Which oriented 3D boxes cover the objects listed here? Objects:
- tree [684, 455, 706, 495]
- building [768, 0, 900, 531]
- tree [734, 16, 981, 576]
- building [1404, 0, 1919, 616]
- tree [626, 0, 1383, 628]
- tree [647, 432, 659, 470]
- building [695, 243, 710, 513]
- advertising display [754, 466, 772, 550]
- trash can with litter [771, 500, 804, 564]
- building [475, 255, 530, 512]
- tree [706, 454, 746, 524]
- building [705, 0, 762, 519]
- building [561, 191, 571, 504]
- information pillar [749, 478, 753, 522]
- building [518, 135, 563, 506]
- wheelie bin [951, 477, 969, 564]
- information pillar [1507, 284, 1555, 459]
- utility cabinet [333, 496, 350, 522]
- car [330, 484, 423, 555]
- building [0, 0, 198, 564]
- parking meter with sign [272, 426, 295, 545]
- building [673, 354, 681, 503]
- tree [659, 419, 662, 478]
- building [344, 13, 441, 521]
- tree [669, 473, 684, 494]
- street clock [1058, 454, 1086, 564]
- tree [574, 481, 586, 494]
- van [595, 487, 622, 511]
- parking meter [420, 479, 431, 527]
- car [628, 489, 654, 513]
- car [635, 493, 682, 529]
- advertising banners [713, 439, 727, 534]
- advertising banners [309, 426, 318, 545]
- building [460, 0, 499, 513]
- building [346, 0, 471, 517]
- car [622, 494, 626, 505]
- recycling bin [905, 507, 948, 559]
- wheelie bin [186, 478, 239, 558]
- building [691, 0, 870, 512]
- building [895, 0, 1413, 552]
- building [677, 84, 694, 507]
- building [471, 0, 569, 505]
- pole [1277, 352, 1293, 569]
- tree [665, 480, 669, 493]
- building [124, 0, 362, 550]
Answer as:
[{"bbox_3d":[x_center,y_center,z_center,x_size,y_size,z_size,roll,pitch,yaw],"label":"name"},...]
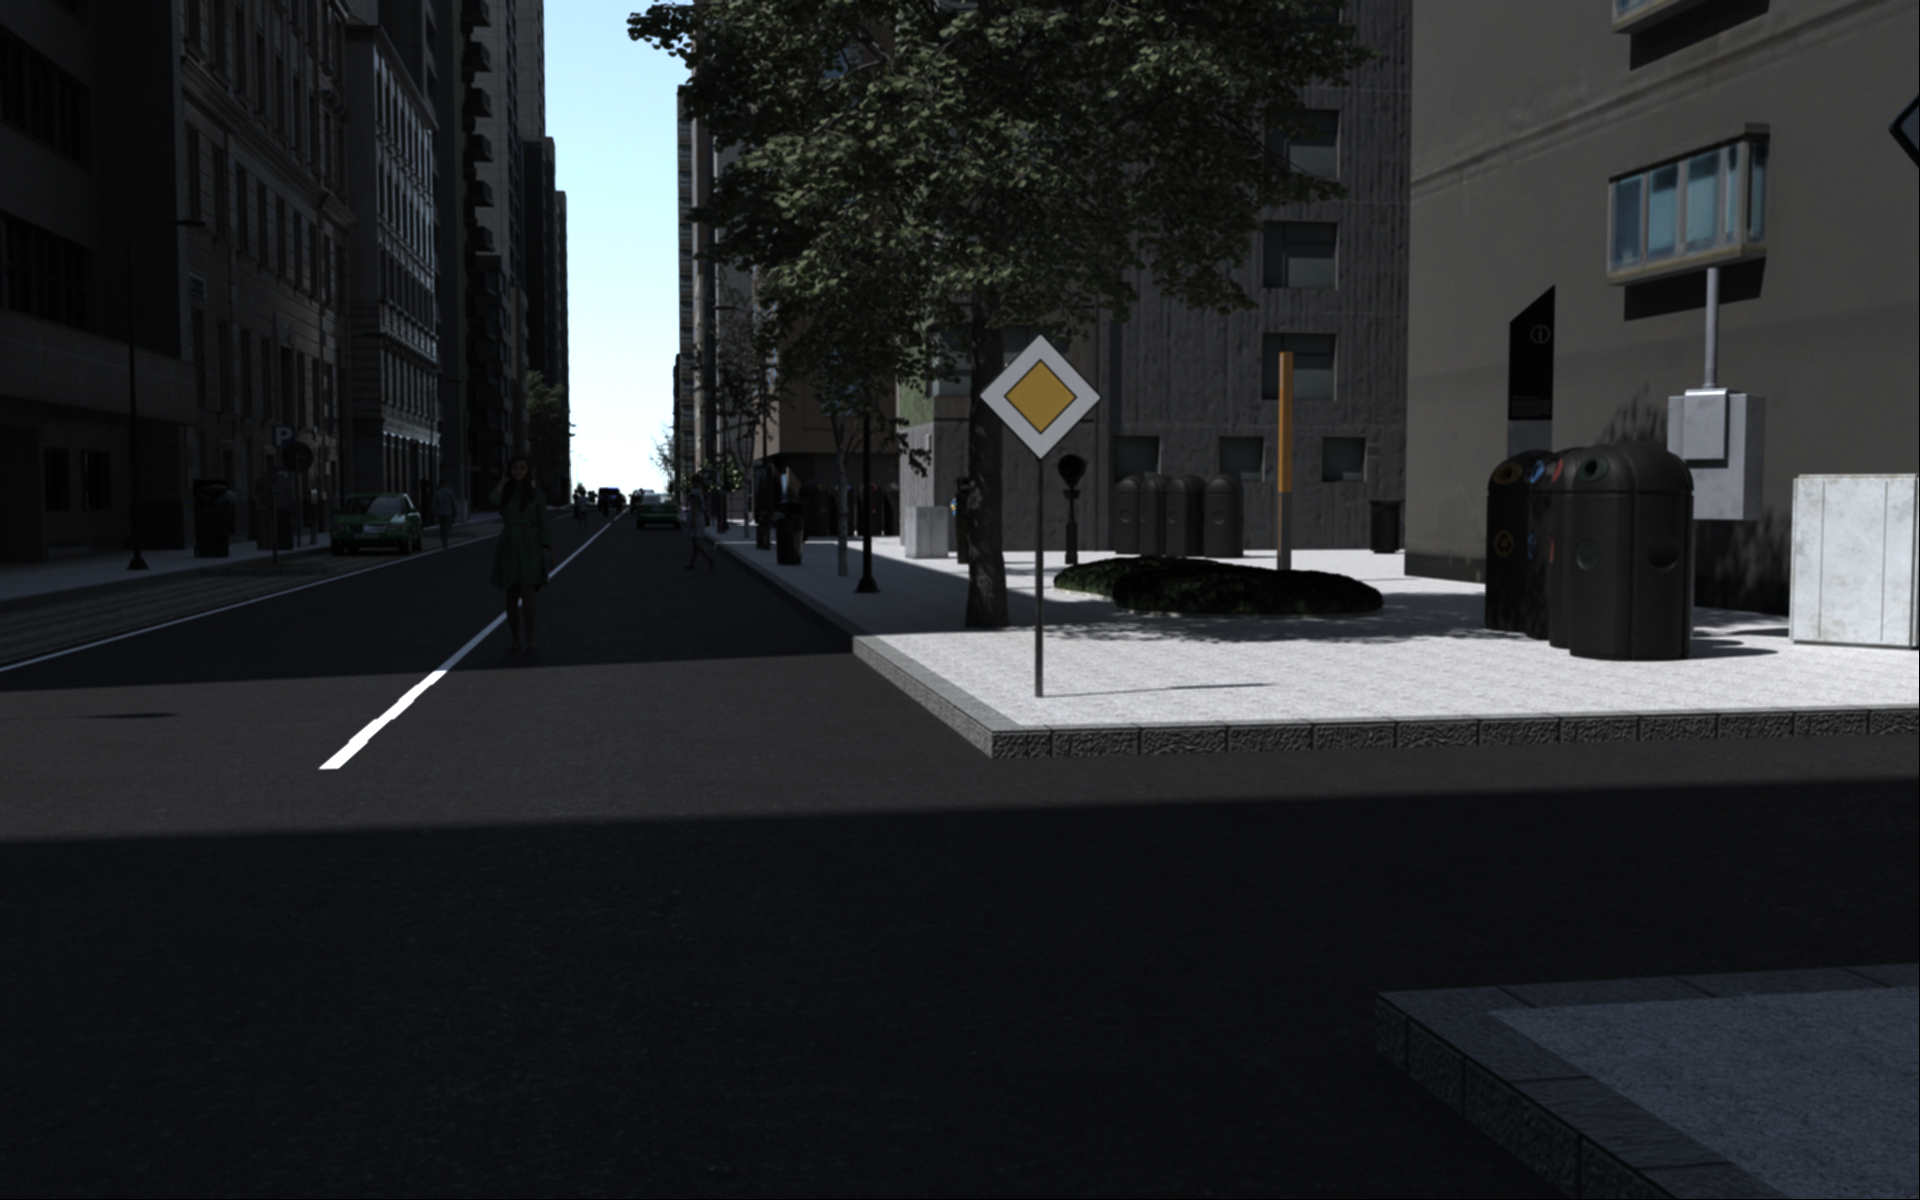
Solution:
[{"bbox_3d":[-12.780,-5.623,86.534,1.663,3.219,1.824,0,3,0],"label":"tree"},{"bbox_3d":[-0.667,-25.451,66.229,14.600,45.320,14.200,-1,4,-10],"label":"building"},{"bbox_3d":[-1.658,-4.678,26.852,4.360,8.622,3.978,0,3,0],"label":"tree"},{"bbox_3d":[18.119,-24.449,23.449,21.600,48.544,21.300,-1,4,-10],"label":"building"},{"bbox_3d":[0.554,-5.995,16.143,7.486,12.596,7.792,0,3,0],"label":"tree"},{"bbox_3d":[-27.823,-13.265,167.245,4.360,8.622,3.978,0,3,0],"label":"tree"},{"bbox_3d":[-5.940,-17.646,133.555,27.650,21.520,28.899,-1,4,-10],"label":"building"},{"bbox_3d":[-4.558,-2.131,40.057,0.123,1.923,0.974,-2,4,-24],"label":"advertising display"},{"bbox_3d":[-3.199,-1.242,31.687,0.624,1.170,1.055,-1,4,-12],"label":"trash can with litter"},{"bbox_3d":[-49.349,-17.882,137.404,27.650,21.520,28.899,-1,4,-10],"label":"building"},{"bbox_3d":[-9.991,-4.899,74.704,1.663,3.219,1.824,0,3,0],"label":"tree"},{"bbox_3d":[-4.402,-34.251,102.007,21.231,58.520,28.212,-1,4,-10],"label":"building"},{"bbox_3d":[-58.465,-33.161,225.777,14.154,41.232,14.086,-1,4,-10],"label":"building"},{"bbox_3d":[-9.655,-4.569,79.194,0.304,2.012,0.304,-1,4,-14],"label":"information pillar"},{"bbox_3d":[-51.975,-31.056,191.367,14.154,41.232,14.086,-1,4,-10],"label":"building"},{"bbox_3d":[0.286,-1.468,31.902,0.980,1.594,0.693,1,4,10],"label":"wheelie bin"},{"bbox_3d":[6.416,-1.719,19.468,0.504,3.616,0.183,1,4,9],"label":"information pillar"},{"bbox_3d":[-18.696,-2.569,53.172,1.020,1.237,0.306,0,4,1],"label":"utility cabinet"},{"bbox_3d":[-14.027,-2.015,41.742,1.959,1.807,4.718,-1,4,-12],"label":"car"},{"bbox_3d":[-21.185,-12.425,22.212,14.314,24.678,30.058,-1,4,-10],"label":"building"},{"bbox_3d":[-16.990,-2.887,43.471,0.543,3.016,1.738,-1,4,-18],"label":"parking meter with sign"},{"bbox_3d":[-23.792,-23.528,229.727,27.650,21.520,28.899,-1,4,-10],"label":"building"},{"bbox_3d":[-6.223,-6.127,50.540,4.360,8.622,3.978,0,3,0],"label":"tree"},{"bbox_3d":[-27.770,-13.652,72.358,9.793,20.994,18.267,-1,4,-10],"label":"building"},{"bbox_3d":[-21.742,-8.732,137.377,1.663,3.219,1.824,0,3,0],"label":"tree"},{"bbox_3d":[2.036,-1.652,31.575,0.471,2.002,0.358,1,4,20],"label":"street clock"},{"bbox_3d":[-52.704,-15.000,239.844,1.663,3.219,1.824,0,3,0],"label":"tree"},{"bbox_3d":[-30.133,-8.836,148.847,2.240,2.365,5.245,-1,4,-9],"label":"van"},{"bbox_3d":[-20.710,-3.754,67.091,0.255,1.863,0.399,0,4,7],"label":"parking meter"},{"bbox_3d":[-23.772,-7.434,130.220,2.281,1.827,5.304,-1,4,-10],"label":"car"},{"bbox_3d":[-12.574,-3.883,72.279,1.959,1.807,4.718,-1,4,-9],"label":"car"},{"bbox_3d":[-7.821,-3.680,56.357,0.090,3.025,2.074,0,4,3],"label":"advertising banners"},{"bbox_3d":[-16.522,-2.943,44.308,0.090,3.025,2.074,-1,4,-15],"label":"advertising banners"},{"bbox_3d":[-41.176,-27.748,108.306,22.147,44.769,28.867,-1,4,-10],"label":"building"},{"bbox_3d":[-33.098,-24.724,87.835,14.154,41.232,14.086,-1,4,-10],"label":"building"},{"bbox_3d":[-45.959,-13.754,233.676,1.959,1.807,4.718,-1,4,-12],"label":"car"},{"bbox_3d":[-0.666,-1.348,34.597,0.722,1.027,0.722,-1,4,-17],"label":"recycling bin"},{"bbox_3d":[-15.130,-1.663,35.095,0.980,1.594,0.693,-2,4,-30],"label":"wheelie bin"},{"bbox_3d":[-16.396,-30.745,152.791,14.600,45.320,14.200,-1,4,-10],"label":"building"},{"bbox_3d":[5.100,-22.100,44.937,14.154,41.232,14.086,-1,4,-10],"label":"building"},{"bbox_3d":[-21.766,-30.216,177.632,14.154,41.232,14.086,-1,4,-10],"label":"building"},{"bbox_3d":[-57.844,-47.017,206.986,20.563,71.187,20.611,-1,4,-10],"label":"building"},{"bbox_3d":[4.688,-1.904,24.975,0.158,3.312,0.155,0,3,0],"label":"pole"},{"bbox_3d":[-31.987,-12.055,191.705,1.663,3.219,1.824,0,3,0],"label":"tree"},{"bbox_3d":[-25.547,-15.450,49.873,12.463,27.353,25.104,-1,4,-10],"label":"building"}]
